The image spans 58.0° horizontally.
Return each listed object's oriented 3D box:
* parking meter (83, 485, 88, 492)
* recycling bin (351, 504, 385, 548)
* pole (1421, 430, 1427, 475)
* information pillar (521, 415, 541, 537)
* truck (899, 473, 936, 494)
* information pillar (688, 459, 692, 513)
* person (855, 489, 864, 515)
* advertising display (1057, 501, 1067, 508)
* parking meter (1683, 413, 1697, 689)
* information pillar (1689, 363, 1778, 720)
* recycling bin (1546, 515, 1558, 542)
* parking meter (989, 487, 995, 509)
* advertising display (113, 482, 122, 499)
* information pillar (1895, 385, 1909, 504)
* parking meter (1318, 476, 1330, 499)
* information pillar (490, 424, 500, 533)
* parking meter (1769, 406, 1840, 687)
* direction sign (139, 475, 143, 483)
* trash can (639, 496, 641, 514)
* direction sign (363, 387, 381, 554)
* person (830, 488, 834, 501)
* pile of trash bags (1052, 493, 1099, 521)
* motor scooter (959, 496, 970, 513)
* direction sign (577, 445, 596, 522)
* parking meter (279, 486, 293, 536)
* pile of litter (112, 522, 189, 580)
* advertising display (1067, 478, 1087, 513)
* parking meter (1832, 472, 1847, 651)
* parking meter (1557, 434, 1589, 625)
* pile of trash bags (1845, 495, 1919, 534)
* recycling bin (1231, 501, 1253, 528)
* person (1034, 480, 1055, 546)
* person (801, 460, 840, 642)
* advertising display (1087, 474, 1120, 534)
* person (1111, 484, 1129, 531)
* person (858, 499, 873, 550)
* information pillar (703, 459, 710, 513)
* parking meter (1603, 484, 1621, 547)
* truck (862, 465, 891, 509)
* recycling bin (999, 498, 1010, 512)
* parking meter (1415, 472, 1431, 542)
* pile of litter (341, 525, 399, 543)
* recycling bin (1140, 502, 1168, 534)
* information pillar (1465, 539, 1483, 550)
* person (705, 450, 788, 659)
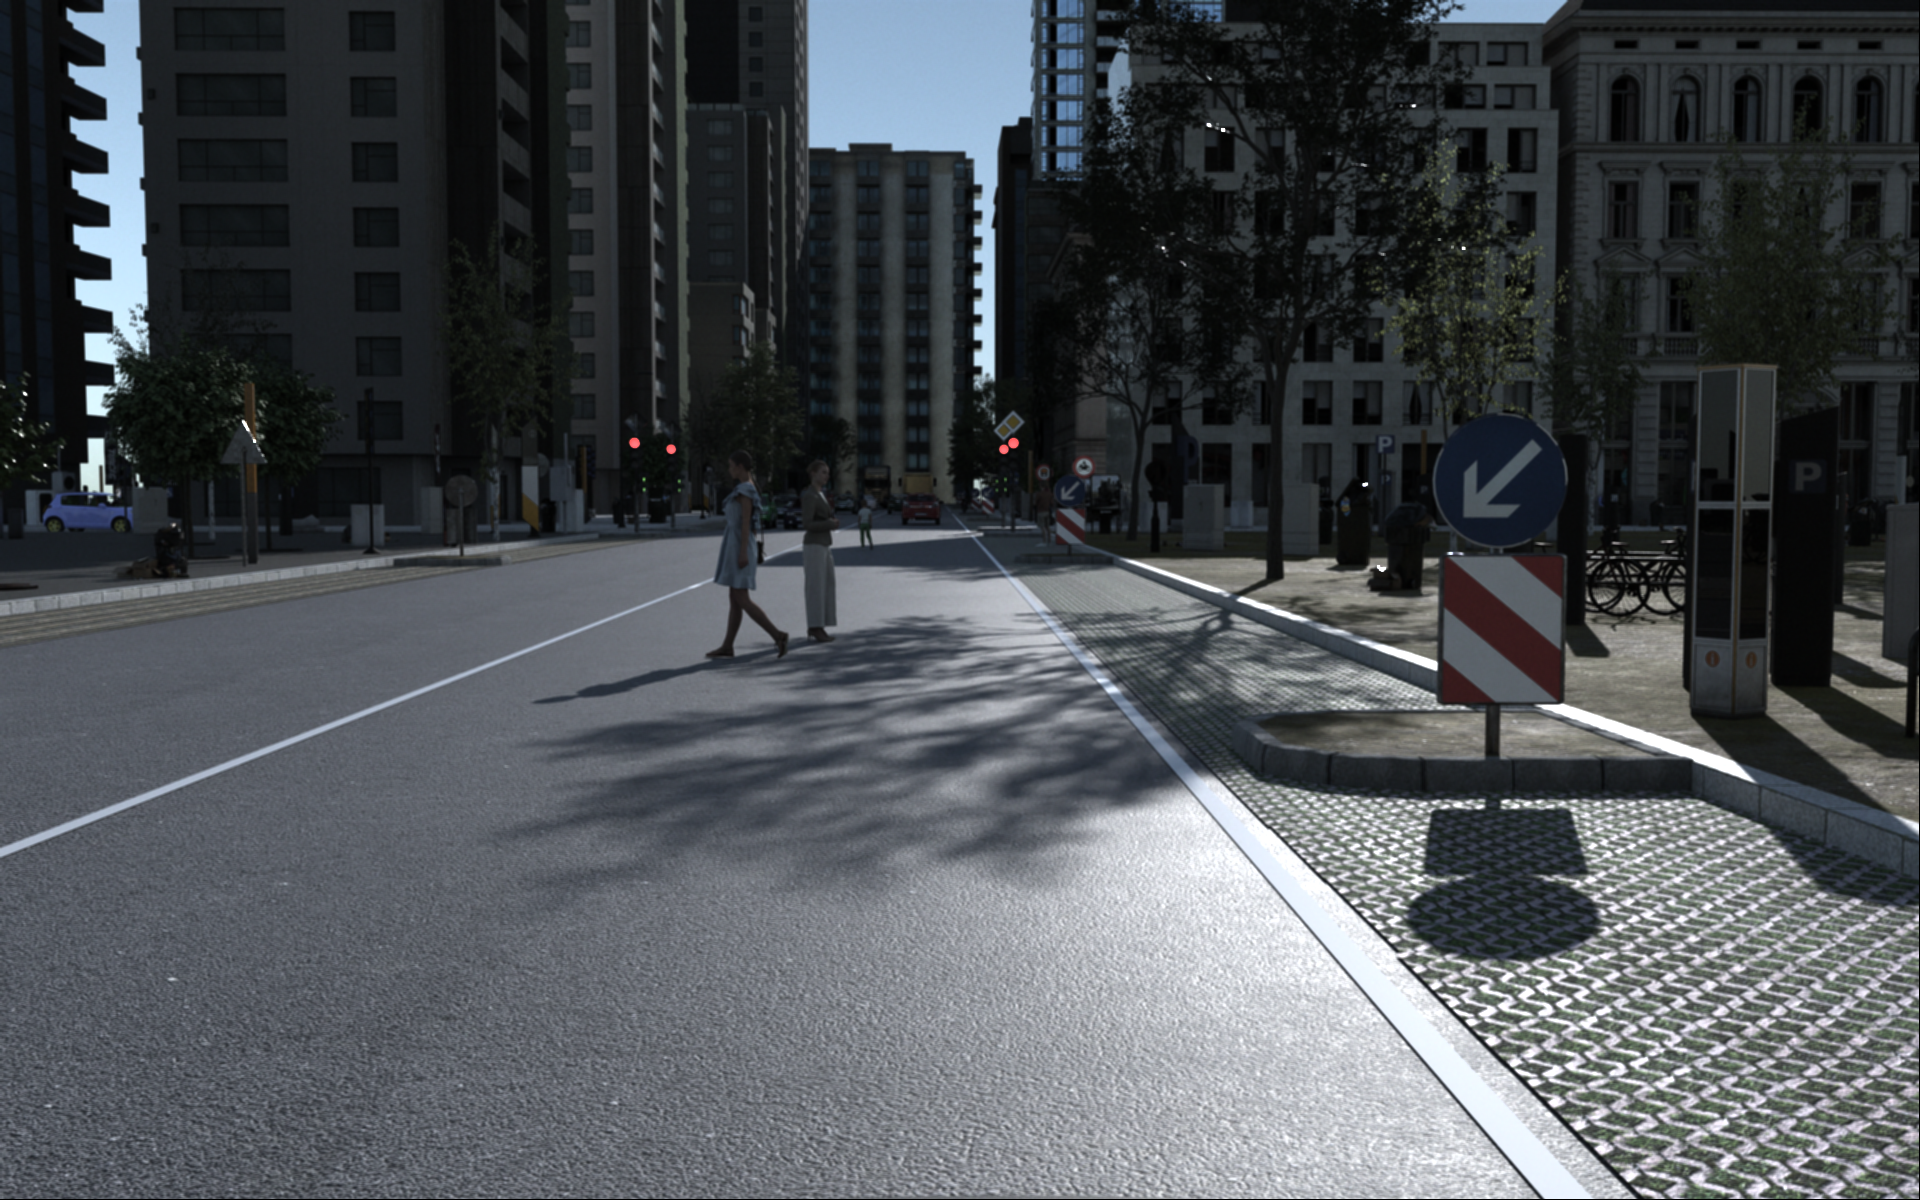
[{"bbox_3d":[-59.143,-6.817,117.167,0.255,1.863,0.399,-2,4,-34],"label":"parking meter"},{"bbox_3d":[-14.327,-1.796,41.911,0.722,1.027,0.722,-1,4,-15],"label":"recycling bin"},{"bbox_3d":[14.746,-3.749,55.136,0.158,3.312,0.155,0,3,0],"label":"pole"},{"bbox_3d":[-12.718,-3.664,51.267,0.504,3.616,0.183,-2,4,-33],"label":"information pillar"},{"bbox_3d":[-3.790,-9.746,155.263,3.469,3.379,9.791,0,4,-2],"label":"truck"},{"bbox_3d":[-18.161,-7.649,116.408,0.183,3.616,0.504,0,4,2],"label":"information pillar"},{"bbox_3d":[-6.814,-6.709,118.376,0.419,1.800,0.721,-3,5,-40],"label":"person"},{"bbox_3d":[5.434,-5.097,88.543,0.974,1.923,0.123,0,4,4],"label":"advertising display"},{"bbox_3d":[4.912,-0.341,11.291,0.255,1.863,0.399,0,4,6],"label":"parking meter"},{"bbox_3d":[4.439,-0.334,9.953,0.304,2.012,0.304,-2,4,-29],"label":"information pillar"},{"bbox_3d":[16.172,-2.066,46.336,0.722,1.027,0.722,0,4,-8],"label":"recycling bin"},{"bbox_3d":[2.558,-8.096,138.080,0.255,1.863,0.399,3,5,42],"label":"parking meter"},{"bbox_3d":[-45.281,-5.374,93.080,0.123,1.923,0.974,-1,4,-9],"label":"advertising display"},{"bbox_3d":[20.416,-2.826,37.561,0.183,3.616,0.504,1,4,14],"label":"information pillar"},{"bbox_3d":[11.749,-3.073,55.948,0.255,1.863,0.399,2,4,35],"label":"parking meter"},{"bbox_3d":[-15.330,-4.020,57.076,0.183,3.616,0.504,1,4,12],"label":"information pillar"},{"bbox_3d":[5.638,-0.361,11.617,0.399,1.863,0.255,1,4,19],"label":"parking meter"},{"bbox_3d":[-55.989,-7.769,119.018,0.876,3.537,0.379,1,4,15],"label":"direction sign"},{"bbox_3d":[-19.759,-5.733,105.384,0.748,1.137,0.748,0,3,0],"label":"trash can"},{"bbox_3d":[-12.646,-2.761,37.146,0.379,3.537,0.876,-2,4,-28],"label":"direction sign"},{"bbox_3d":[-8.791,-6.667,117.633,0.709,1.813,0.853,2,4,26],"label":"person"},{"bbox_3d":[5.540,-4.388,81.494,3.447,1.369,1.912,0,4,2],"label":"pile of trash bags"},{"bbox_3d":[0.335,-7.312,132.335,0.815,1.314,1.986,0,4,-3],"label":"motor scooter"},{"bbox_3d":[-17.241,-5.355,79.547,0.379,3.537,0.876,2,4,32],"label":"direction sign"},{"bbox_3d":[-20.869,-2.764,53.598,0.372,1.533,0.369,0,3,0],"label":"parking meter"},{"bbox_3d":[-12.424,-0.775,26.629,1.176,0.858,1.719,-1,4,-9],"label":"pile of litter"},{"bbox_3d":[4.920,-3.961,69.974,0.974,1.923,0.123,1,4,18],"label":"advertising display"},{"bbox_3d":[6.990,-0.356,14.234,0.372,1.533,0.369,0,3,0],"label":"parking meter"},{"bbox_3d":[6.041,-0.696,17.086,0.255,1.863,0.399,2,4,24],"label":"parking meter"},{"bbox_3d":[29.337,-2.804,55.598,3.447,1.369,1.912,-1,4,-18],"label":"pile of trash bags"},{"bbox_3d":[10.687,-3.247,65.641,0.722,1.027,0.722,1,4,21],"label":"recycling bin"},{"bbox_3d":[2.304,-2.369,47.213,0.573,1.828,0.580,0,4,1],"label":"person"},{"bbox_3d":[-1.341,-0.474,16.794,0.362,1.759,0.519,1,4,9],"label":"person"},{"bbox_3d":[4.660,-3.083,55.623,0.974,1.923,0.123,-1,4,-9],"label":"advertising display"},{"bbox_3d":[5.887,-3.386,63.983,0.709,1.813,0.853,0,4,-7],"label":"person"},{"bbox_3d":[-2.422,-1.941,44.484,0.306,1.304,0.590,-2,4,-29],"label":"person"},{"bbox_3d":[-17.100,-7.679,116.904,0.504,3.616,0.183,1,4,8],"label":"information pillar"},{"bbox_3d":[15.775,-2.049,41.913,0.372,1.533,0.369,0,3,0],"label":"parking meter"},{"bbox_3d":[-8.177,-11.160,171.384,2.839,4.237,11.283,0,4,-2],"label":"truck"},{"bbox_3d":[3.198,-6.748,122.890,0.722,1.027,0.722,-1,4,-12],"label":"recycling bin"},{"bbox_3d":[12.509,-2.515,46.829,0.399,1.863,0.255,0,4,7],"label":"parking meter"},{"bbox_3d":[-15.712,-1.965,46.100,1.719,0.858,1.176,-3,5,-43],"label":"pile of litter"},{"bbox_3d":[6.304,-2.683,56.426,0.722,1.027,0.722,-1,4,-16],"label":"recycling bin"},{"bbox_3d":[11.767,-2.146,39.572,0.304,2.012,0.304,-1,4,-16],"label":"information pillar"},{"bbox_3d":[-1.845,-0.397,15.084,0.778,1.811,0.616,1,4,15],"label":"person"}]
